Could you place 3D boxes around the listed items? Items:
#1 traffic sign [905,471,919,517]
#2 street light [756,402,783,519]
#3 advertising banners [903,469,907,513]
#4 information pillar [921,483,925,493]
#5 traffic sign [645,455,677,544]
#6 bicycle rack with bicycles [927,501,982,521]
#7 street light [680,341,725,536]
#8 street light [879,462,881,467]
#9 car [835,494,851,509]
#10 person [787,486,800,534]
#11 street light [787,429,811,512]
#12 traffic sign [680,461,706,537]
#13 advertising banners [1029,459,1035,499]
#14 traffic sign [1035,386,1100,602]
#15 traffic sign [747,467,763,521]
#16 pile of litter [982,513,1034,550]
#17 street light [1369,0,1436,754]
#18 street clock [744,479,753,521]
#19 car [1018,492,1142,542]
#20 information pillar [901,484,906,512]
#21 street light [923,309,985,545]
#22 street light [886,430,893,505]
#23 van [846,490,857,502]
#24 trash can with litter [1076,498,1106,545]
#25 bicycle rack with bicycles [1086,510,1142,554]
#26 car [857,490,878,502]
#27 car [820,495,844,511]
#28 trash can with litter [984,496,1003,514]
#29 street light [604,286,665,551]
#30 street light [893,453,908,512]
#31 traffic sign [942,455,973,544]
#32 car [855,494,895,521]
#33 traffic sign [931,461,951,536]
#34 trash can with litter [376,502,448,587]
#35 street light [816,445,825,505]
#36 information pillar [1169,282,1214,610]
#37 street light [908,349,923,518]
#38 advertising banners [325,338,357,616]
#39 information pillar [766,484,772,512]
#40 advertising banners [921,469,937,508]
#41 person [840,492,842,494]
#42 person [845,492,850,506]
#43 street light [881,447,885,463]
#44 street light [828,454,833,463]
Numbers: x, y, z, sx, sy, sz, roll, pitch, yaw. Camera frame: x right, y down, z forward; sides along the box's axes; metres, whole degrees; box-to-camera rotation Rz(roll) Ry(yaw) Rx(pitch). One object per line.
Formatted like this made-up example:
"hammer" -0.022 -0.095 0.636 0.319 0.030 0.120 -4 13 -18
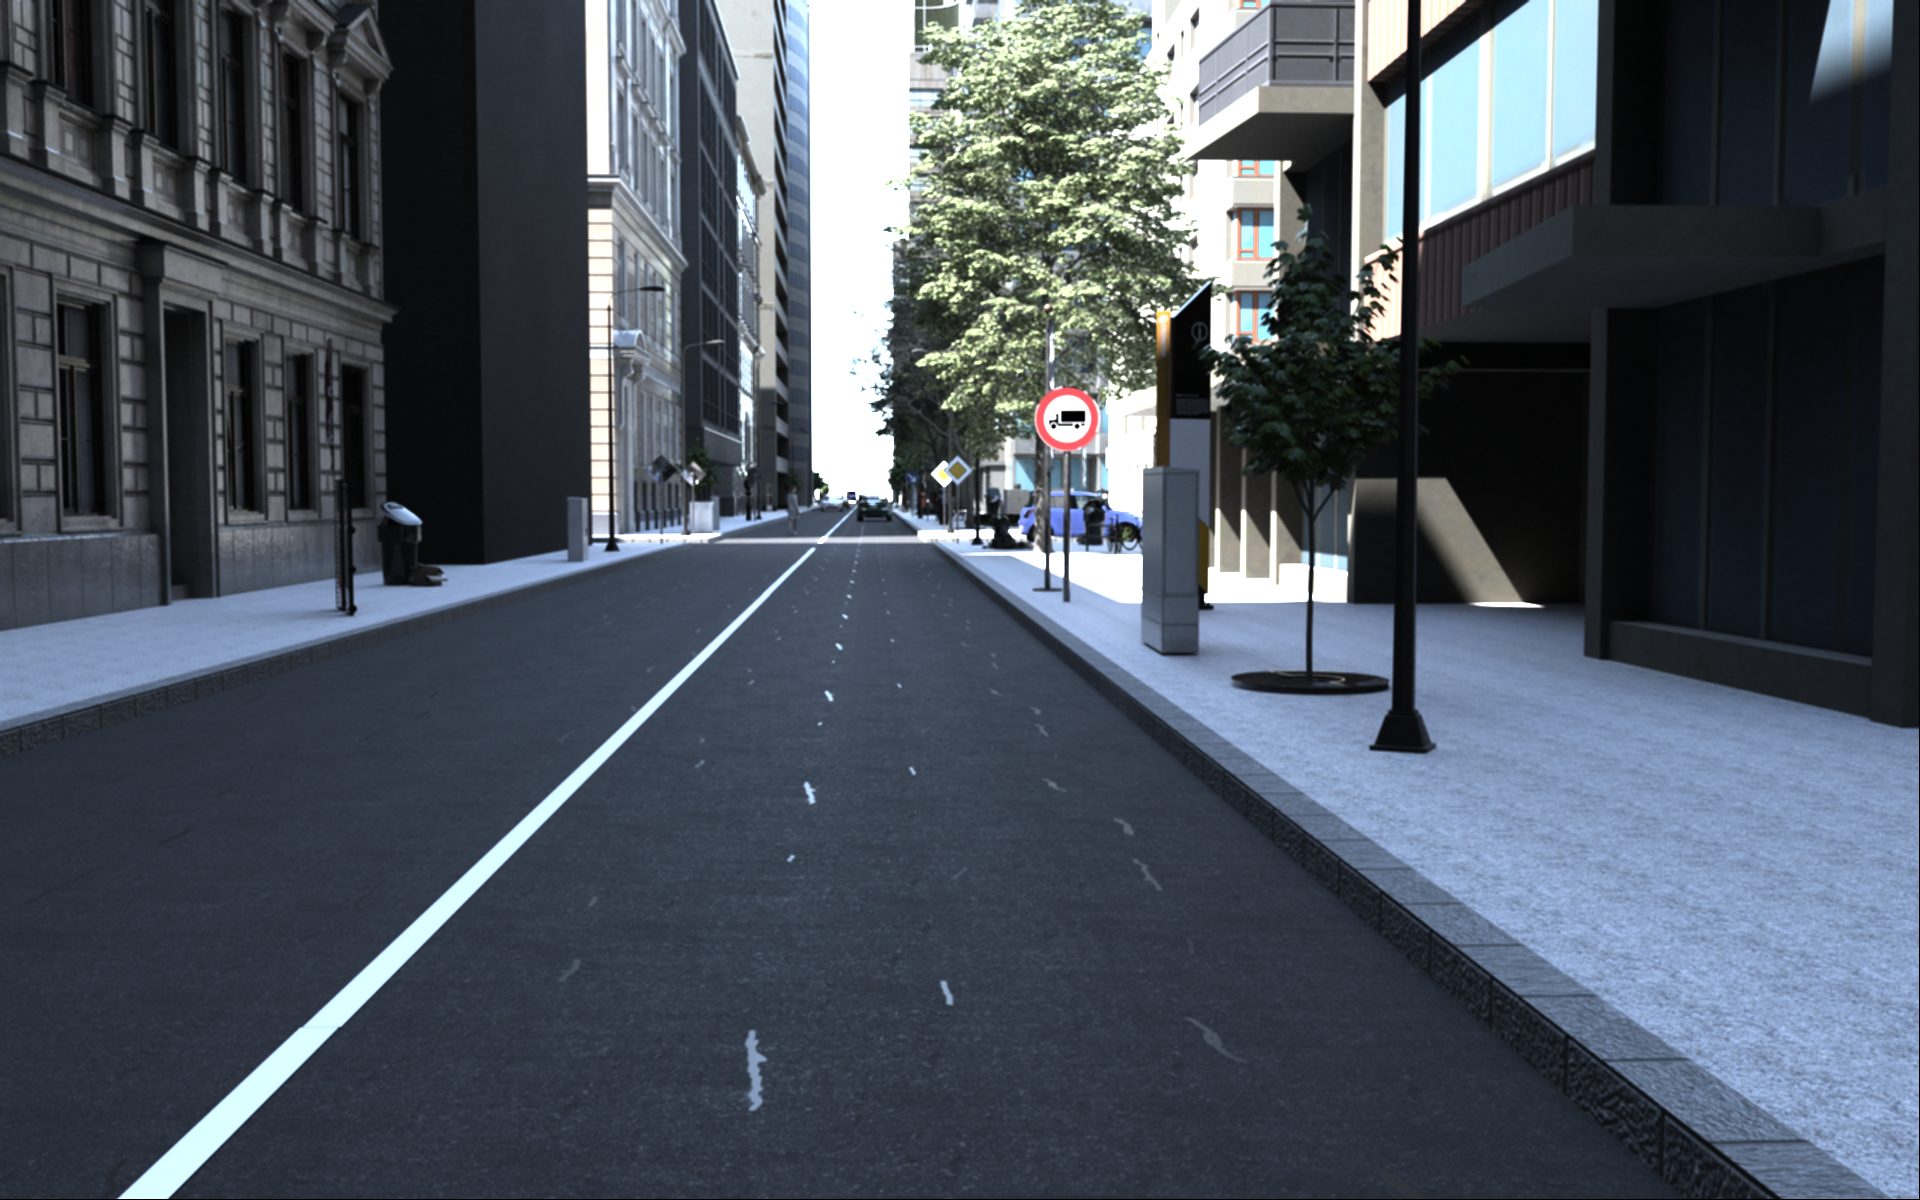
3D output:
"traffic sign" -2.651 -5.869 96.062 0.768 2.556 0.104 0 4 7
"street light" -9.643 -7.036 87.574 1.470 5.913 1.316 0 4 -3
"advertising banners" -3.801 -7.598 120.414 0.090 3.025 2.074 0 4 4
"information pillar" -2.582 -6.892 117.172 0.304 2.012 0.304 -1 4 -15
"traffic sign" -7.598 -2.473 44.068 0.795 2.450 0.064 0 4 -3
"bicycle rack with bicycles" -0.387 -4.224 82.439 2.852 0.926 2.925 -1 4 -13
"street light" -7.800 -4.890 52.493 1.470 5.913 1.316 0 4 -3
"street light" -8.508 -14.149 203.868 1.470 5.913 1.316 0 4 -3
"car" -11.702 -9.751 169.653 2.015 1.641 3.980 0 4 -3
"person" -5.927 -3.194 61.480 0.466 1.731 0.760 0 4 0
"street light" -11.890 -9.544 128.587 1.470 5.913 1.316 0 4 -3
"traffic sign" -8.013 -2.960 52.042 0.795 2.450 0.064 0 4 -3
"advertising banners" 3.597 -5.477 85.732 0.090 3.025 2.074 0 4 -7
"traffic sign" 1.274 -1.253 20.591 0.768 2.556 0.104 0 4 5
"traffic sign" -9.646 -4.968 81.330 0.768 2.556 0.104 0 4 4
"pile of litter" 1.146 -1.637 40.738 1.176 0.858 1.719 -1 4 -14
"street light" 1.693 -2.201 8.535 1.470 5.913 1.316 0 4 -3
"street clock" -10.222 -4.840 83.711 0.358 2.002 0.471 2 4 25
"car" 3.506 -2.434 49.390 3.694 1.707 1.945 0 4 -3
"information pillar" -4.059 -7.387 125.271 0.304 2.012 0.304 -1 4 -12
"street light" -0.097 -4.338 43.473 1.470 5.913 1.316 0 4 -3
"street light" -4.442 -9.416 126.493 1.470 5.913 1.316 0 4 -3
"van" -17.662 -16.922 281.065 2.240 2.365 5.245 0 4 -4
"trash can with litter" 3.242 -1.979 43.751 0.624 1.170 1.055 -2 4 -23
"bicycle rack with bicycles" 4.025 -1.528 38.370 2.852 0.926 2.925 -1 4 -15
"car" -8.382 -9.236 159.685 2.281 1.827 5.304 0 4 -1
"car" -10.834 -8.193 146.320 2.083 1.381 4.827 0 4 -5
"trash can with litter" 1.671 -4.791 89.719 0.624 1.170 1.055 3 5 44
"street light" -7.271 -4.048 38.734 1.470 5.913 1.316 0 4 -3
"street light" -2.628 -7.248 91.047 1.470 5.913 1.316 0 4 -3
"traffic sign" -0.063 -2.495 44.439 0.795 2.450 0.064 0 4 -3
"car" -4.577 -4.973 93.112 2.131 1.459 4.920 0 4 -1
"traffic sign" -0.478 -2.983 52.413 0.795 2.450 0.064 0 4 -3
"trash can with litter" -7.673 -0.793 24.358 1.055 1.170 0.624 2 4 26
"street light" -13.750 -11.675 163.433 1.470 5.913 1.316 0 4 -3
"information pillar" 2.552 -1.699 19.127 0.504 3.616 0.183 -2 4 -24
"street light" -0.840 -5.086 55.699 1.470 5.913 1.316 0 4 -3
"advertising banners" -6.806 -1.395 18.991 0.090 3.025 2.074 -2 4 -25
"information pillar" -13.866 -7.431 125.989 0.304 2.012 0.304 -3 5 -42
"advertising banners" -1.805 -7.647 121.209 2.074 3.025 0.090 -2 4 -25
"person" -16.047 -13.749 234.230 0.436 1.711 0.756 2 4 23
"person" -13.858 -12.468 213.148 0.445 1.727 0.742 1 4 18
"street light" -6.703 -12.015 168.991 1.470 5.913 1.316 0 4 -3
"street light" -15.622 -13.811 198.342 1.470 5.913 1.316 0 4 -3
